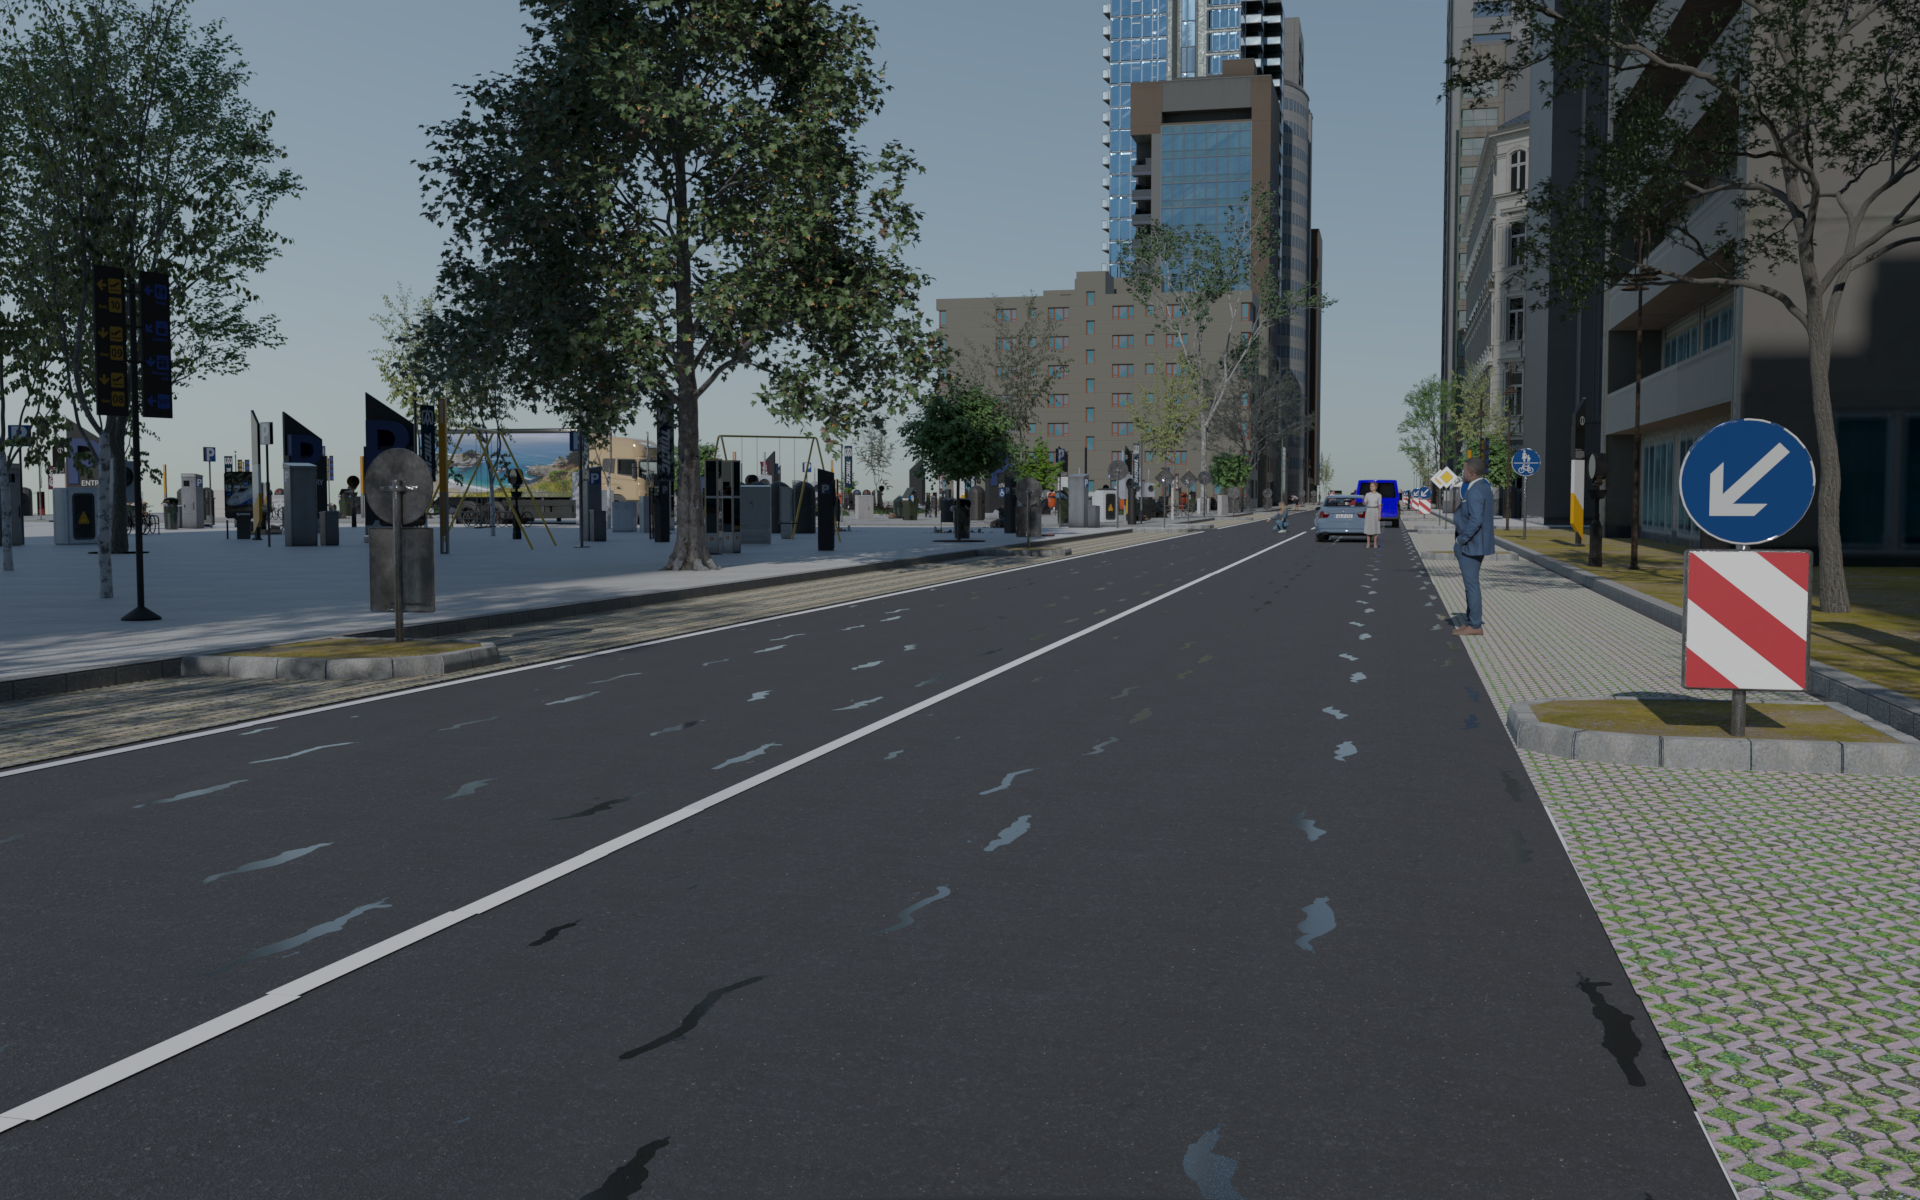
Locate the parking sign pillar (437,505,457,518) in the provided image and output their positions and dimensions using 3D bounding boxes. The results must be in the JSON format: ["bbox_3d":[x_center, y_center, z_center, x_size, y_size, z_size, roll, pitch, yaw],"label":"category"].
[{"bbox_3d":[-27.505,-6.418,93.402,1.447,3.967,1.447,1,4,13],"label":"parking sign pillar"}]

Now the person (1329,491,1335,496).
[{"bbox_3d":[32.468,-8.652,150.890,0.756,1.711,0.436,-1,4,-13],"label":"person"}]

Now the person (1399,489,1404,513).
[{"bbox_3d":[30.800,-6.868,121.024,0.641,1.798,0.478,-1,4,-22],"label":"person"}]

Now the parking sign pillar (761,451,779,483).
[{"bbox_3d":[-11.999,-7.385,109.218,1.447,3.967,1.447,3,5,44],"label":"parking sign pillar"}]

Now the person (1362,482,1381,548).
[{"bbox_3d":[10.900,-2.250,45.865,0.480,1.755,0.524,1,4,17],"label":"person"}]

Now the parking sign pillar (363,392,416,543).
[{"bbox_3d":[-15.029,-3.502,45.734,1.447,3.967,1.447,0,4,-4],"label":"parking sign pillar"}]

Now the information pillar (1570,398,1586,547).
[{"bbox_3d":[15.055,-3.109,42.181,0.504,3.616,0.183,-3,5,-42],"label":"information pillar"}]

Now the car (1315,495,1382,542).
[{"bbox_3d":[11.808,-2.495,52.801,2.014,1.417,4.499,1,4,16],"label":"car"}]

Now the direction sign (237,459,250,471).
[{"bbox_3d":[-46.876,-7.425,113.402,0.876,3.537,0.379,1,4,12],"label":"direction sign"}]

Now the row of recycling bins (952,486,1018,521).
[{"bbox_3d":[1.255,-4.702,83.989,3.534,1.692,1.069,2,4,23],"label":"row of recycling bins"}]

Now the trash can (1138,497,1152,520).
[{"bbox_3d":[9.014,-4.447,84.361,0.748,1.137,0.748,0,3,0],"label":"trash can"}]

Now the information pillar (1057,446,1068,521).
[{"bbox_3d":[4.962,-5.644,83.628,0.504,3.616,0.183,0,4,7],"label":"information pillar"}]

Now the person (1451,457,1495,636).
[{"bbox_3d":[5.186,-0.539,17.494,0.419,1.800,0.721,1,4,19],"label":"person"}]

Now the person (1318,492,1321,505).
[{"bbox_3d":[43.918,-12.358,211.472,0.530,1.710,0.541,3,4,38],"label":"person"}]

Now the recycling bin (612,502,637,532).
[{"bbox_3d":[-11.356,-2.819,58.648,0.722,1.027,0.722,0,4,2],"label":"recycling bin"}]

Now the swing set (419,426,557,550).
[{"bbox_3d":[-11.352,-2.681,41.457,2.862,2.851,3.119,0,4,-2],"label":"swing set"}]

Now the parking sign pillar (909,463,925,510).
[{"bbox_3d":[-3.212,-8.671,130.241,1.447,3.967,1.447,3,5,41],"label":"parking sign pillar"}]

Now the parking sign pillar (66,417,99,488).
[{"bbox_3d":[-30.679,-4.430,60.907,1.447,3.967,1.447,-1,4,-20],"label":"parking sign pillar"}]

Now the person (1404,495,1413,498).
[{"bbox_3d":[52.897,-11.980,204.389,1.348,1.823,0.705,3,5,41],"label":"person"}]

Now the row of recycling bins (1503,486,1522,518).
[{"bbox_3d":[30.399,-5.186,91.902,3.534,1.692,1.069,-1,4,-22],"label":"row of recycling bins"}]

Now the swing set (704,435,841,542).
[{"bbox_3d":[-5.240,-2.986,46.434,3.119,2.851,2.862,-2,4,-32],"label":"swing set"}]

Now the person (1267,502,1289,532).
[{"bbox_3d":[11.971,-3.099,64.660,0.738,1.151,1.012,-1,4,-11],"label":"person"}]

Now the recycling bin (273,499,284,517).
[{"bbox_3d":[-37.532,-5.085,95.692,0.722,1.027,0.722,-1,4,-15],"label":"recycling bin"}]

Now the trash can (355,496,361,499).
[{"bbox_3d":[-39.816,-6.311,114.835,0.748,1.137,0.748,0,3,0],"label":"trash can"}]

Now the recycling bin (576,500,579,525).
[{"bbox_3d":[-15.428,-3.596,71.341,0.722,1.027,0.722,-1,4,-9],"label":"recycling bin"}]

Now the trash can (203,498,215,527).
[{"bbox_3d":[-29.660,-3.456,68.159,0.748,1.137,0.748,0,3,0],"label":"trash can"}]

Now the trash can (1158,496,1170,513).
[{"bbox_3d":[13.124,-6.107,111.497,0.748,1.137,0.748,0,3,0],"label":"trash can"}]

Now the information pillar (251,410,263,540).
[{"bbox_3d":[-19.534,-3.470,48.090,0.183,3.616,0.504,-3,5,-41],"label":"information pillar"}]

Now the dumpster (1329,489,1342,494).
[{"bbox_3d":[58.015,-16.058,267.503,1.985,2.255,1.502,1,4,12],"label":"dumpster"}]

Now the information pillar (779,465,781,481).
[{"bbox_3d":[-14.668,-9.085,139.894,0.504,3.616,0.183,1,4,20],"label":"information pillar"}]

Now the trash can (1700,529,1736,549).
[{"bbox_3d":[11.110,-0.831,25.241,0.748,1.137,0.748,0,3,0],"label":"trash can"}]

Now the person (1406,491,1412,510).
[{"bbox_3d":[40.670,-9.014,156.603,0.721,1.735,1.217,3,5,41],"label":"person"}]

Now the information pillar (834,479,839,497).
[{"bbox_3d":[-6.093,-4.879,84.267,0.304,2.012,0.304,1,4,19],"label":"information pillar"}]

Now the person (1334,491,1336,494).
[{"bbox_3d":[49.378,-13.462,228.545,1.348,1.831,0.705,3,5,40],"label":"person"}]

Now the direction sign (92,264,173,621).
[{"bbox_3d":[-8.340,-1.562,17.537,0.379,3.537,0.876,2,4,26],"label":"direction sign"}]

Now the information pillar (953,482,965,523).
[{"bbox_3d":[-0.053,-5.155,75.631,0.504,3.616,0.183,0,4,-7],"label":"information pillar"}]

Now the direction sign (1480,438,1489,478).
[{"bbox_3d":[21.102,-4.757,69.776,0.379,3.537,0.876,3,5,39],"label":"direction sign"}]

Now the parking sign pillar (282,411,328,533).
[{"bbox_3d":[-21.511,-4.186,56.909,1.447,3.967,1.447,3,5,44],"label":"parking sign pillar"}]

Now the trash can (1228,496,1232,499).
[{"bbox_3d":[18.536,-6.605,119.650,0.748,1.137,0.748,0,3,0],"label":"trash can"}]

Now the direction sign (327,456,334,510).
[{"bbox_3d":[-37.170,-6.729,102.016,0.876,3.537,0.379,2,4,33],"label":"direction sign"}]

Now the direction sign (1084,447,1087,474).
[{"bbox_3d":[6.115,-5.641,84.235,0.379,3.537,0.876,1,4,10],"label":"direction sign"}]

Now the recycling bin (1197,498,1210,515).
[{"bbox_3d":[15.079,-5.788,107.186,0.722,1.027,0.722,1,4,16],"label":"recycling bin"}]

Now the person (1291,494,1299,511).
[{"bbox_3d":[28.935,-8.438,149.657,0.628,1.438,0.799,3,5,43],"label":"person"}]

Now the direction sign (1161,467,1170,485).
[{"bbox_3d":[17.482,-9.514,147.546,0.876,3.537,0.379,3,5,39],"label":"direction sign"}]

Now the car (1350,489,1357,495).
[{"bbox_3d":[28.402,-6.888,121.294,2.281,1.827,5.304,1,4,16],"label":"car"}]

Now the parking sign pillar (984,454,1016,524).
[{"bbox_3d":[1.770,-5.340,75.776,1.447,3.967,1.447,-2,4,-24],"label":"parking sign pillar"}]

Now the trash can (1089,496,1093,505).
[{"bbox_3d":[8.999,-6.751,122.032,0.748,1.137,0.748,0,3,0],"label":"trash can"}]

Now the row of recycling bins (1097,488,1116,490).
[{"bbox_3d":[10.673,-7.209,124.987,1.069,1.692,3.534,2,4,24],"label":"row of recycling bins"}]

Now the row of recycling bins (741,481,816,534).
[{"bbox_3d":[-6.250,-3.056,57.080,3.534,1.692,1.069,2,4,32],"label":"row of recycling bins"}]
